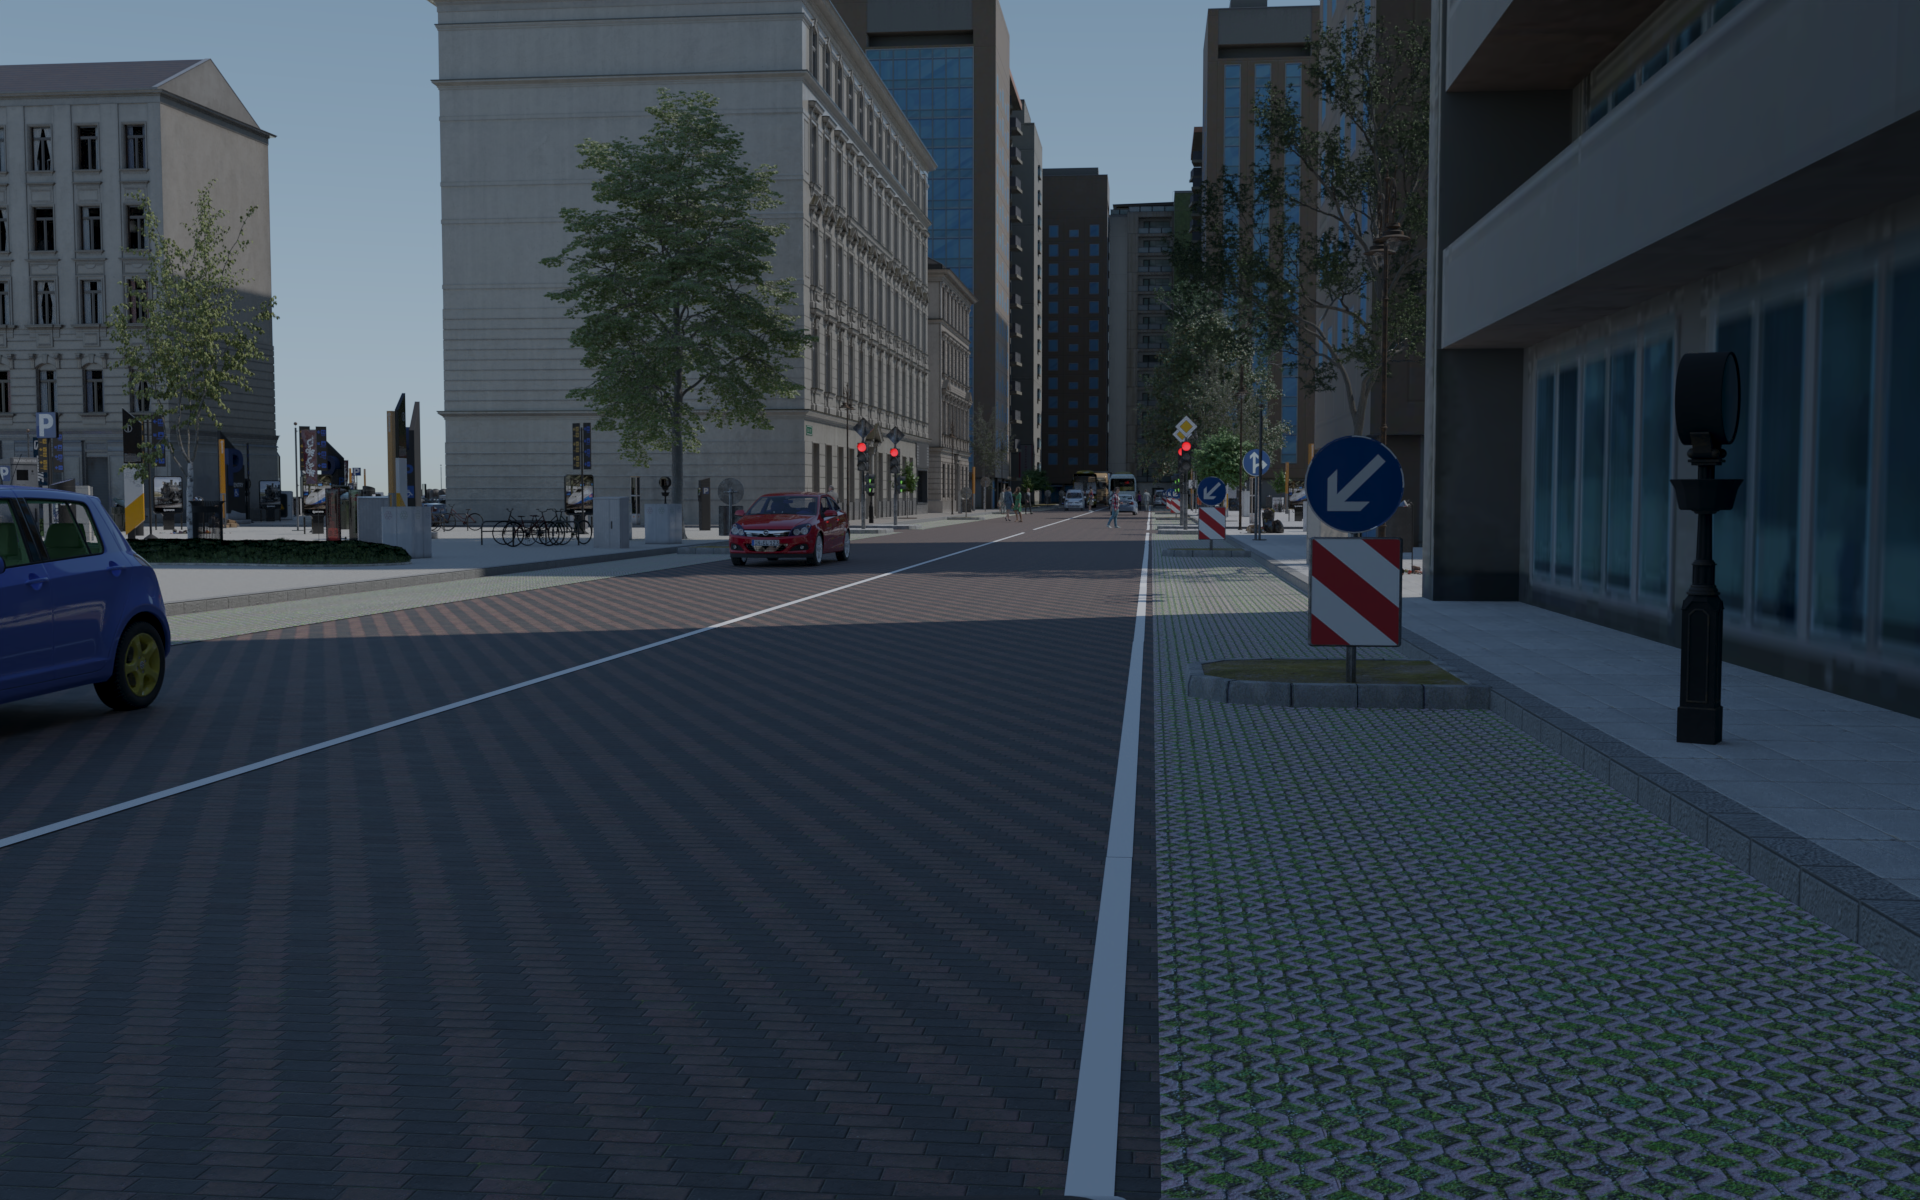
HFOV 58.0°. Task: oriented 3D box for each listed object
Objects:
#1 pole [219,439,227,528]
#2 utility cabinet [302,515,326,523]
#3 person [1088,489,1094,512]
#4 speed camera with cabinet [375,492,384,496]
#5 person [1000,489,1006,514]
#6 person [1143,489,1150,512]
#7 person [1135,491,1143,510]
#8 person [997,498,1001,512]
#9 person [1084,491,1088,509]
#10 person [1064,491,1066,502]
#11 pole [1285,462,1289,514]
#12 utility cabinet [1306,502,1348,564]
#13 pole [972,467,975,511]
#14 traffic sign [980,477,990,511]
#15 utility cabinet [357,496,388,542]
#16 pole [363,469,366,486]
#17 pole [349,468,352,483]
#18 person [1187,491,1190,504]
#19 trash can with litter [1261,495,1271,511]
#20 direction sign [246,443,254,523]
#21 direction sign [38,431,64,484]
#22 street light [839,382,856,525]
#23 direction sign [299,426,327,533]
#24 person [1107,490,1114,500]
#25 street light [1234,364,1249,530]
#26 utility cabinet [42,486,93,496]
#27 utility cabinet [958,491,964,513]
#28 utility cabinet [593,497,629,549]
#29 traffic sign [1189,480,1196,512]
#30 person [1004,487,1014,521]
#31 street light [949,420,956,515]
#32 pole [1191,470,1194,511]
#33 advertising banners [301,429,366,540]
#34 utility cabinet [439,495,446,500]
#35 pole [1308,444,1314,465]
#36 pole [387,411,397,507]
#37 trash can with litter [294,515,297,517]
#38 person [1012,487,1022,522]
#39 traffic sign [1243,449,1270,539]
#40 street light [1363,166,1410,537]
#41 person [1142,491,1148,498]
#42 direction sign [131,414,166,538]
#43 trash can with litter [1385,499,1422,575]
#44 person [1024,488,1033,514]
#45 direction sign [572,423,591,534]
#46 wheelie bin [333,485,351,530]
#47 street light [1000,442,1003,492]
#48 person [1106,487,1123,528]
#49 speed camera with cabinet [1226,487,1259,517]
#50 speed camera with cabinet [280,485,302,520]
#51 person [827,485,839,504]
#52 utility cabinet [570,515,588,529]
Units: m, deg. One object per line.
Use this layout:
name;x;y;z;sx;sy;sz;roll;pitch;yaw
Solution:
pole;-27.569;-4.336;64.744;0.158;3.312;0.155;0;3;0
utility cabinet;-27.841;-4.030;74.569;1.173;1.500;0.318;2;4;32
person;10.549;-8.020;139.597;0.573;1.828;0.580;-1;4;-16
speed camera with cabinet;-44.926;-8.607;135.063;2.038;3.252;0.660;-1;4;-23
person;3.000;-6.872;120.960;0.391;1.810;0.635;-2;4;-29
person;15.214;-8.122;141.386;0.635;1.810;0.391;-2;4;-35
person;15.893;-8.799;153.046;1.217;1.739;0.721;-2;4;-32
person;2.866;-6.854;125.584;0.382;1.210;0.505;-3;5;-44
person;12.104;-9.823;169.644;0.750;1.759;0.617;-1;4;-9
person;12.663;-12.231;208.488;1.348;1.823;0.705;3;4;39
pole;21.042;-7.194;111.458;0.158;3.312;0.155;0;3;0
utility cabinet;6.757;-1.402;31.600;0.318;1.500;1.173;3;5;41
pole;1.020;-8.341;130.220;0.158;3.312;0.155;0;3;0
traffic sign;1.864;-7.815;127.878;0.768;2.556;0.104;1;4;14
utility cabinet;-15.325;-2.108;45.629;1.020;1.237;0.306;-2;4;-25
pole;-47.997;-8.921;139.708;0.158;3.312;0.155;0;3;0
pole;-47.773;-8.678;135.721;0.158;3.312;0.155;0;3;0
person;29.667;-13.302;225.624;0.705;1.869;1.348;3;5;43
trash can with litter;24.145;-7.532;134.208;1.678;1.210;2.233;-3;5;-39
direction sign;-31.574;-5.190;76.854;0.379;3.537;0.876;-2;4;-26
direction sign;-32.662;-4.298;62.267;0.379;3.537;0.876;2;4;35
street light;-4.659;-6.053;71.749;0.468;5.910;1.993;0;4;6
direction sign;-21.565;-4.025;57.805;0.876;3.537;0.379;-2;4;-33
person;13.759;-8.995;155.559;0.705;1.826;1.348;-3;4;-37
street light;9.970;-5.423;61.458;0.468;5.910;1.993;0;4;6
utility cabinet;-24.035;-2.325;46.697;1.173;1.500;0.318;0;4;-6
utility cabinet;0.054;-6.397;113.270;0.318;1.500;1.173;0;4;5
utility cabinet;-8.299;-1.835;41.166;1.020;1.237;0.306;3;5;40
traffic sign;16.947;-7.581;126.084;0.606;2.300;0.079;1;4;15
person;2.533;-5.095;91.834;0.581;1.822;0.654;3;5;44
street light;-0.486;-8.309;108.637;0.468;5.910;1.993;0;4;6
pole;17.895;-8.540;133.477;0.158;3.312;0.155;0;3;0
advertising banners;-16.836;-3.079;46.533;2.074;3.025;0.090;1;4;20
utility cabinet;-32.626;-6.029;109.740;0.306;1.237;1.020;-3;5;-44
pole;14.234;-4.676;70.292;0.158;3.312;0.155;0;3;0
pole;-13.921;-2.974;42.474;0.158;3.312;0.155;0;3;0
trash can with litter;-37.896;-5.271;97.246;2.233;1.210;1.678;0;4;6
person;2.970;-4.849;88.029;0.529;1.795;0.600;-2;4;-26
traffic sign;8.359;-2.983;48.880;0.768;2.556;0.104;1;4;10
street light;6.080;-3.183;24.834;0.468;5.910;1.993;0;4;6
person;23.139;-12.628;214.972;1.348;1.824;0.705;-3;5;-41
direction sign;-23.124;-3.511;49.400;0.876;3.537;0.379;-2;4;-32
trash can with litter;7.366;-1.015;27.645;2.233;1.210;1.678;1;4;16
person;4.858;-6.985;122.478;0.659;1.850;0.755;-2;4;-33
direction sign;-12.028;-3.863;55.156;0.876;3.537;0.379;3;4;38
wheelie bin;-22.382;-3.355;62.760;0.980;1.594;0.693;0;4;8
street light;3.527;-10.570;145.610;0.468;5.910;1.993;0;4;6
person;6.514;-3.889;72.930;0.643;1.720;0.563;1;4;17
speed camera with cabinet;15.758;-6.273;96.900;2.038;3.252;0.660;0;4;-3
speed camera with cabinet;-33.055;-5.597;85.838;2.038;3.252;0.660;-1;4;-13
person;-4.987;-3.532;66.643;0.834;1.777;0.661;3;4;36
utility cabinet;-14.043;-3.218;63.774;0.306;1.237;1.020;-2;4;-34
